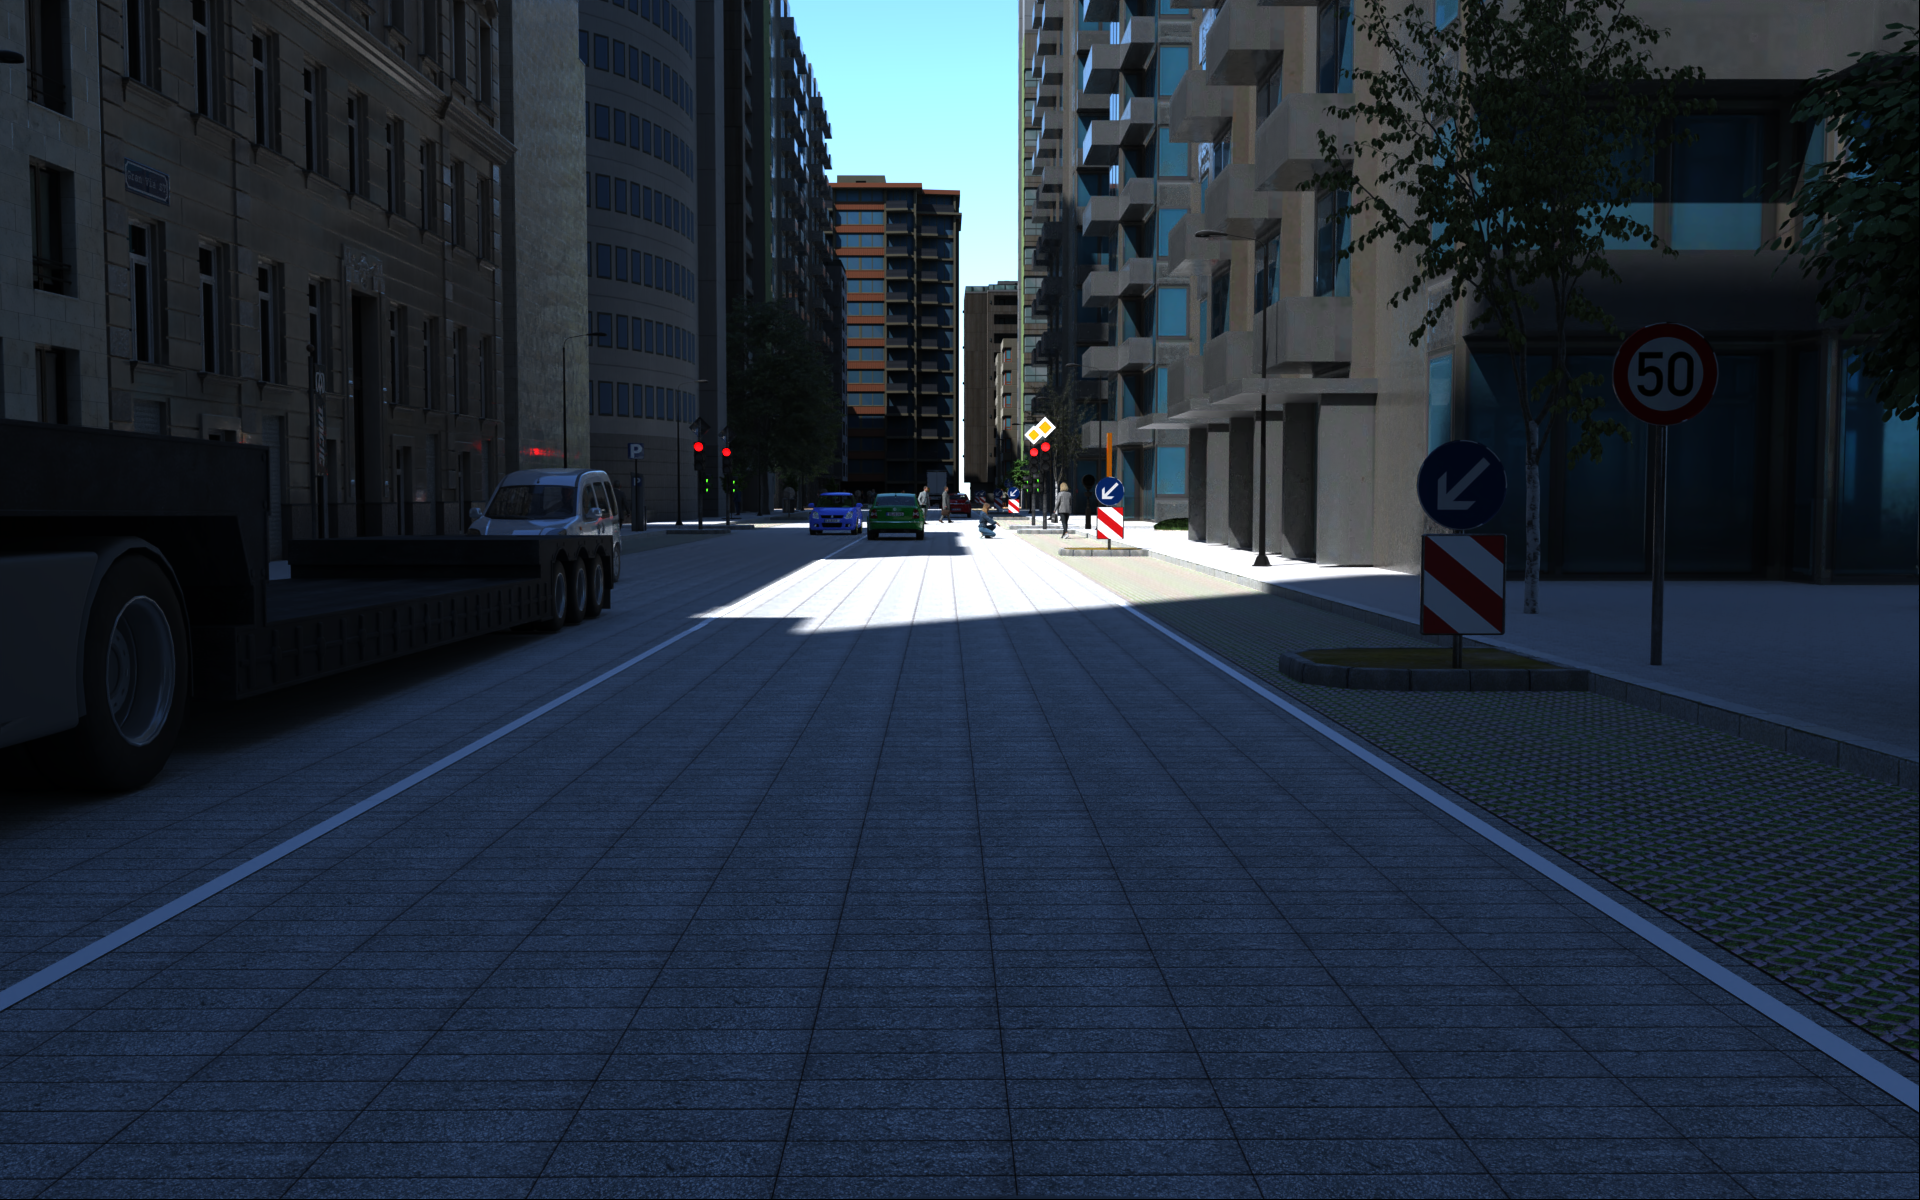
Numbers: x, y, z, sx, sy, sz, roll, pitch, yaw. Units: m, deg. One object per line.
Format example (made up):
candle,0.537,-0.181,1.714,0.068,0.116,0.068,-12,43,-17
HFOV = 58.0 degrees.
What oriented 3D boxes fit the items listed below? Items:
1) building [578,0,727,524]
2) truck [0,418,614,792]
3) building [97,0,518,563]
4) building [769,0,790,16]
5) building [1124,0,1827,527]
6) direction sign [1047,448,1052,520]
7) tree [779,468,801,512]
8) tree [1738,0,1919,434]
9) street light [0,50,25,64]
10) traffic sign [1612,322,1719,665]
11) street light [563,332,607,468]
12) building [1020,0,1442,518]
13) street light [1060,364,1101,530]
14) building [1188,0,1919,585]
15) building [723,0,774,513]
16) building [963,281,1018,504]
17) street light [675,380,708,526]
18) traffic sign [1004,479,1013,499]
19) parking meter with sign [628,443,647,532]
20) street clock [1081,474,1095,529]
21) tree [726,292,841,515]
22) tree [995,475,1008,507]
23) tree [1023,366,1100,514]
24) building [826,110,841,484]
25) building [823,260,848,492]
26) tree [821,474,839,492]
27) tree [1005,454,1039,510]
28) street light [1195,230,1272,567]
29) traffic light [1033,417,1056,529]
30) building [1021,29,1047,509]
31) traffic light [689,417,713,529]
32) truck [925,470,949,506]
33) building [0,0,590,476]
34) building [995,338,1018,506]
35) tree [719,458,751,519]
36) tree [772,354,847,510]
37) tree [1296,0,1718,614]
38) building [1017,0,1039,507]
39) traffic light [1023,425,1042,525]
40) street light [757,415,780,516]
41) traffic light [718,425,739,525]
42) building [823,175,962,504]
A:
building,-23.747,-33.140,83.842,21.231,58.520,28.212,0,4,-1
truck,-5.192,-1.318,11.309,2.967,4.110,18.799,0,4,-1
building,-18.569,-14.668,37.087,12.463,27.353,25.104,0,4,-1
building,-25.705,-33.078,160.433,23.786,49.044,30.456,0,4,-1
building,21.301,-28.461,84.949,30.456,49.044,23.786,0,4,-1
direction sign,4.499,-5.727,85.632,0.379,3.537,0.876,1,4,8
tree,-12.527,-8.125,127.449,1.663,3.219,1.824,0,3,0
tree,5.905,-1.559,9.205,4.285,4.588,4.351,0,3,0
street light,-10.492,-2.797,18.276,1.470,5.913,1.316,0,4,-1
traffic sign,5.226,-0.784,12.923,0.768,2.556,0.104,0,4,4
street light,-10.809,-4.723,49.764,1.470,5.913,1.316,0,4,-1
building,16.398,-30.491,118.130,23.786,49.044,30.456,0,4,-1
street light,4.461,-5.458,61.781,1.470,5.913,1.316,0,4,-1
building,16.687,-25.531,37.045,23.786,49.044,30.456,0,4,-1
building,-20.673,-26.663,119.529,14.154,41.232,14.086,0,4,-1
building,7.466,-28.505,237.756,14.107,30.474,14.160,0,4,-1
street light,-10.931,-5.996,70.572,1.470,5.913,1.316,0,4,-1
traffic sign,4.056,-8.785,143.746,0.768,2.556,0.104,0,4,3
parking meter with sign,-11.143,-3.901,60.042,0.543,3.016,1.738,0,4,-5
street clock,4.687,-3.590,63.270,0.471,2.002,0.358,-1,4,-9
tree,-12.322,-12.314,107.981,9.857,13.997,8.962,0,3,0
tree,4.581,-10.984,174.186,1.663,3.219,1.824,0,3,0
tree,5.855,-9.186,100.555,4.360,8.622,3.978,0,3,0
building,-25.625,-34.939,190.862,23.786,49.044,30.456,0,4,-1
building,-21.039,-27.052,213.998,14.107,30.474,14.160,0,4,-1
tree,-12.497,-10.706,169.648,1.663,3.219,1.824,0,3,0
tree,5.297,-9.522,139.406,4.285,4.588,4.351,0,3,0
street light,4.833,-3.554,30.644,1.470,5.913,1.316,0,4,-1
traffic light,3.064,-4.521,62.837,0.839,4.253,0.868,0,4,-1
building,12.493,-28.933,156.642,14.154,41.232,14.086,0,4,-1
traffic light,-9.396,-4.513,62.710,0.839,4.253,0.868,0,4,-1
truck,-2.753,-13.329,206.846,2.839,4.237,11.283,0,4,-1
building,-21.649,-12.337,56.464,16.860,20.320,10.420,0,4,-1
building,18.477,-22.133,206.911,27.650,21.520,28.899,0,4,-1
tree,-11.701,-5.740,88.455,1.663,3.219,1.824,0,3,0
tree,-12.932,-13.561,139.850,7.486,12.596,7.792,0,3,0
tree,5.945,-4.153,18.256,4.737,8.622,4.395,0,3,0
building,16.410,-38.854,177.260,21.231,58.520,28.212,0,4,-1
traffic light,2.992,-5.009,70.822,0.839,4.253,0.868,0,4,-1
street light,-11.232,-7.891,101.562,1.470,5.913,1.316,0,4,-1
traffic light,-9.468,-5.001,70.694,0.839,4.253,0.868,0,4,-1
building,-14.243,-35.841,240.626,28.867,44.769,22.147,0,4,-1
